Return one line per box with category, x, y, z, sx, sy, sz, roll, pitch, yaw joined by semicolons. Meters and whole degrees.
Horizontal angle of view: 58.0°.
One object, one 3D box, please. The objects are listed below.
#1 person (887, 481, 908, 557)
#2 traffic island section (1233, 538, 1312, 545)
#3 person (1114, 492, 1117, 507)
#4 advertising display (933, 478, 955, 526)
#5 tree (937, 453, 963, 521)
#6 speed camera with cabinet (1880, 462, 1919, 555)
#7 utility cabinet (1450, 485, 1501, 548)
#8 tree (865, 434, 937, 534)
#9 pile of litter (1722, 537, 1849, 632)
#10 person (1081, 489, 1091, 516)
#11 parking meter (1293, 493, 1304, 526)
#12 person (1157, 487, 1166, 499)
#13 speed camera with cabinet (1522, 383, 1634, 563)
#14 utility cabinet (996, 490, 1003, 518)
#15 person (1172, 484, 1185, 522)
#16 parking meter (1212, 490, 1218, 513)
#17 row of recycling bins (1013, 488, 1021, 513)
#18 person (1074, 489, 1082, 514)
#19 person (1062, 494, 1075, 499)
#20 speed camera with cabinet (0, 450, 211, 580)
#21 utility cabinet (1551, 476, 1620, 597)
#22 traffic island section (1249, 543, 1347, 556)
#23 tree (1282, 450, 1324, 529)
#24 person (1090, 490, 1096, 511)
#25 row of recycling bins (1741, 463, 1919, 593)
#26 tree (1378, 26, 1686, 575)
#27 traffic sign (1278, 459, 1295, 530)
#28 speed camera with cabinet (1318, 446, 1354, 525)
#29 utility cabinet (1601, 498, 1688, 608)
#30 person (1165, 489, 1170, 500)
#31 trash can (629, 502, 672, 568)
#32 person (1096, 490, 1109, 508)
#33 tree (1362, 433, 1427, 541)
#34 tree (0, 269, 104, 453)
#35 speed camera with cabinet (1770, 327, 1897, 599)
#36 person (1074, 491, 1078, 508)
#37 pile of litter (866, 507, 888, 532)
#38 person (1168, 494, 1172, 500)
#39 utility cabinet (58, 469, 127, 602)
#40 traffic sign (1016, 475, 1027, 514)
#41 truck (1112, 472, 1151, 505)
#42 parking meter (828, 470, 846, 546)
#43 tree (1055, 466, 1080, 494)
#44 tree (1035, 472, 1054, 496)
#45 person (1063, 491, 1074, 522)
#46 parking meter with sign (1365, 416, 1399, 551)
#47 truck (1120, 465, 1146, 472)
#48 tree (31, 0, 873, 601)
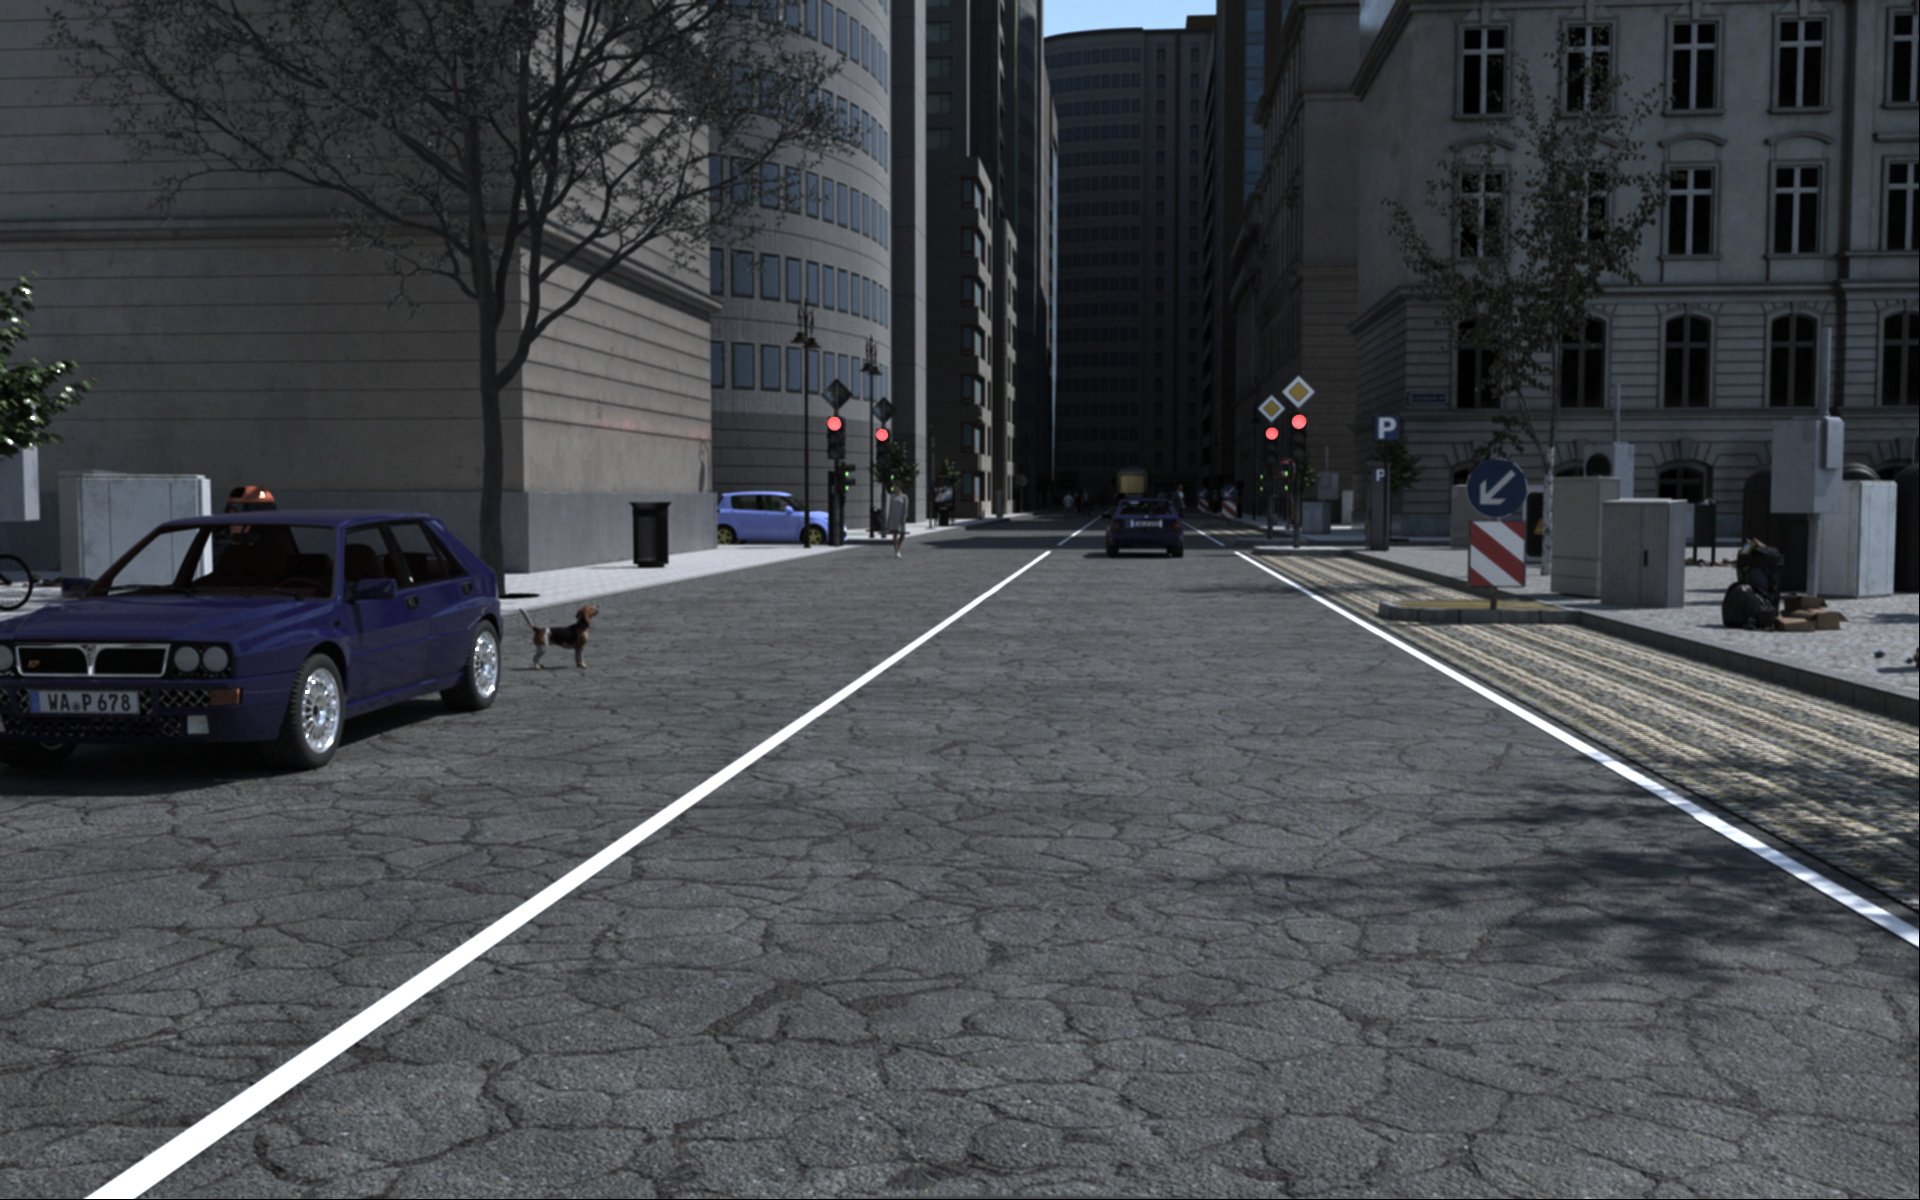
person;-1.437;-1.849;39.484;0.466;1.731;0.760;-1;4;-14
traffic island section;8.809;-1.640;49.090;2.009;0.180;2.903;0;4;6
person;17.503;-11.210;192.728;0.436;1.711;0.756;-1;4;-21
advertising display;-0.633;-3.899;68.956;0.974;1.923;0.123;2;4;35
tree;-0.650;-5.331;81.771;1.663;3.219;1.824;0;3;0
speed camera with cabinet;21.272;-2.687;38.270;0.660;3.252;2.038;0;4;3
utility cabinet;12.048;-1.946;40.501;0.318;1.500;1.173;-3;4;-37
tree;-1.992;-3.725;55.501;1.663;3.219;1.824;0;3;0
pile of litter;8.033;-0.174;16.809;1.719;0.858;1.176;-3;4;-38
person;8.170;-6.305;111.978;0.661;1.777;0.834;-1;4;-21
parking meter;13.393;-3.848;68.618;0.399;1.863;0.255;2;4;23
person;11.238;-5.371;96.501;0.511;1.800;0.466;1;4;12
speed camera with cabinet;11.227;-2.275;31.529;0.660;3.252;2.038;-2;4;-31
utility cabinet;2.125;-5.153;92.925;0.318;1.500;1.173;0;4;5
person;8.295;-3.496;65.840;0.419;1.800;0.721;3;5;45
parking meter;17.123;-6.591;116.169;0.372;1.533;0.369;0;3;0
row of recycling bins;2.463;-6.905;120.002;3.534;1.692;1.069;0;4;3
person;8.758;-7.288;127.619;0.705;1.831;1.348;2;4;25
person;9.423;-8.621;149.978;1.217;1.766;0.721;0;4;8
speed camera with cabinet;-7.553;-1.253;14.815;2.038;3.252;0.660;-1;4;-16
utility cabinet;7.843;-0.798;21.722;0.318;1.500;1.173;0;4;-7
traffic island section;8.015;-1.154;41.144;2.009;0.180;2.903;0;4;6
tree;12.809;-4.296;64.843;1.663;3.219;1.824;0;3;0
person;11.503;-8.538;148.625;0.750;1.759;0.617;2;4;29
row of recycling bins;12.295;-0.970;22.978;3.534;1.692;1.069;0;4;7
tree;9.095;-4.705;27.294;4.360;8.622;3.978;0;3;0
traffic sign;11.824;-3.810;62.392;0.768;2.556;0.104;1;4;10
speed camera with cabinet;15.783;-4.704;71.239;2.038;3.252;0.660;3;4;36
utility cabinet;7.837;-0.534;19.899;0.306;1.237;1.020;-1;4;-23
person;17.622;-8.523;147.849;0.705;1.824;1.348;-1;4;-13
trash can;-5.424;-1.145;30.369;0.748;1.137;0.748;0;3;0
person;14.926;-10.552;181.116;1.348;1.812;0.705;1;4;18
tree;12.008;-3.247;47.684;1.663;3.219;1.824;0;3;0
tree;-7.469;-1.105;12.670;1.663;3.219;1.824;0;3;0
speed camera with cabinet;10.733;-1.645;21.236;2.038;3.252;0.660;-3;4;-37
person;12.055;-10.346;178.595;0.756;1.711;0.436;-1;4;-17
pile of litter;-2.632;-2.791;59.592;1.176;0.858;1.719;-1;4;-9
person;20.026;-9.228;162.574;0.799;1.438;0.628;-3;5;-41
utility cabinet;-8.049;-0.455;16.125;0.318;1.500;1.173;-3;5;-41
traffic sign;4.007;-6.920;113.249;0.768;2.556;0.104;1;4;9
truck;14.885;-9.420;149.938;3.469;3.379;9.791;0;4;5
parking meter;-3.052;-2.275;42.911;0.399;1.863;0.255;1;4;9
tree;12.510;-13.362;202.174;4.285;4.588;4.351;0;3;0
tree;7.201;-9.347;147.427;1.663;3.219;1.824;0;3;0
person;5.561;-4.792;88.661;0.589;1.601;0.330;1;4;21
parking meter with sign;9.554;-2.643;39.470;0.543;3.016;1.738;0;4;4
truck;17.398;-11.326;174.098;2.839;4.237;11.283;0;4;6
tree;-5.656;-6.769;21.043;12.009;13.543;11.850;0;3;0
